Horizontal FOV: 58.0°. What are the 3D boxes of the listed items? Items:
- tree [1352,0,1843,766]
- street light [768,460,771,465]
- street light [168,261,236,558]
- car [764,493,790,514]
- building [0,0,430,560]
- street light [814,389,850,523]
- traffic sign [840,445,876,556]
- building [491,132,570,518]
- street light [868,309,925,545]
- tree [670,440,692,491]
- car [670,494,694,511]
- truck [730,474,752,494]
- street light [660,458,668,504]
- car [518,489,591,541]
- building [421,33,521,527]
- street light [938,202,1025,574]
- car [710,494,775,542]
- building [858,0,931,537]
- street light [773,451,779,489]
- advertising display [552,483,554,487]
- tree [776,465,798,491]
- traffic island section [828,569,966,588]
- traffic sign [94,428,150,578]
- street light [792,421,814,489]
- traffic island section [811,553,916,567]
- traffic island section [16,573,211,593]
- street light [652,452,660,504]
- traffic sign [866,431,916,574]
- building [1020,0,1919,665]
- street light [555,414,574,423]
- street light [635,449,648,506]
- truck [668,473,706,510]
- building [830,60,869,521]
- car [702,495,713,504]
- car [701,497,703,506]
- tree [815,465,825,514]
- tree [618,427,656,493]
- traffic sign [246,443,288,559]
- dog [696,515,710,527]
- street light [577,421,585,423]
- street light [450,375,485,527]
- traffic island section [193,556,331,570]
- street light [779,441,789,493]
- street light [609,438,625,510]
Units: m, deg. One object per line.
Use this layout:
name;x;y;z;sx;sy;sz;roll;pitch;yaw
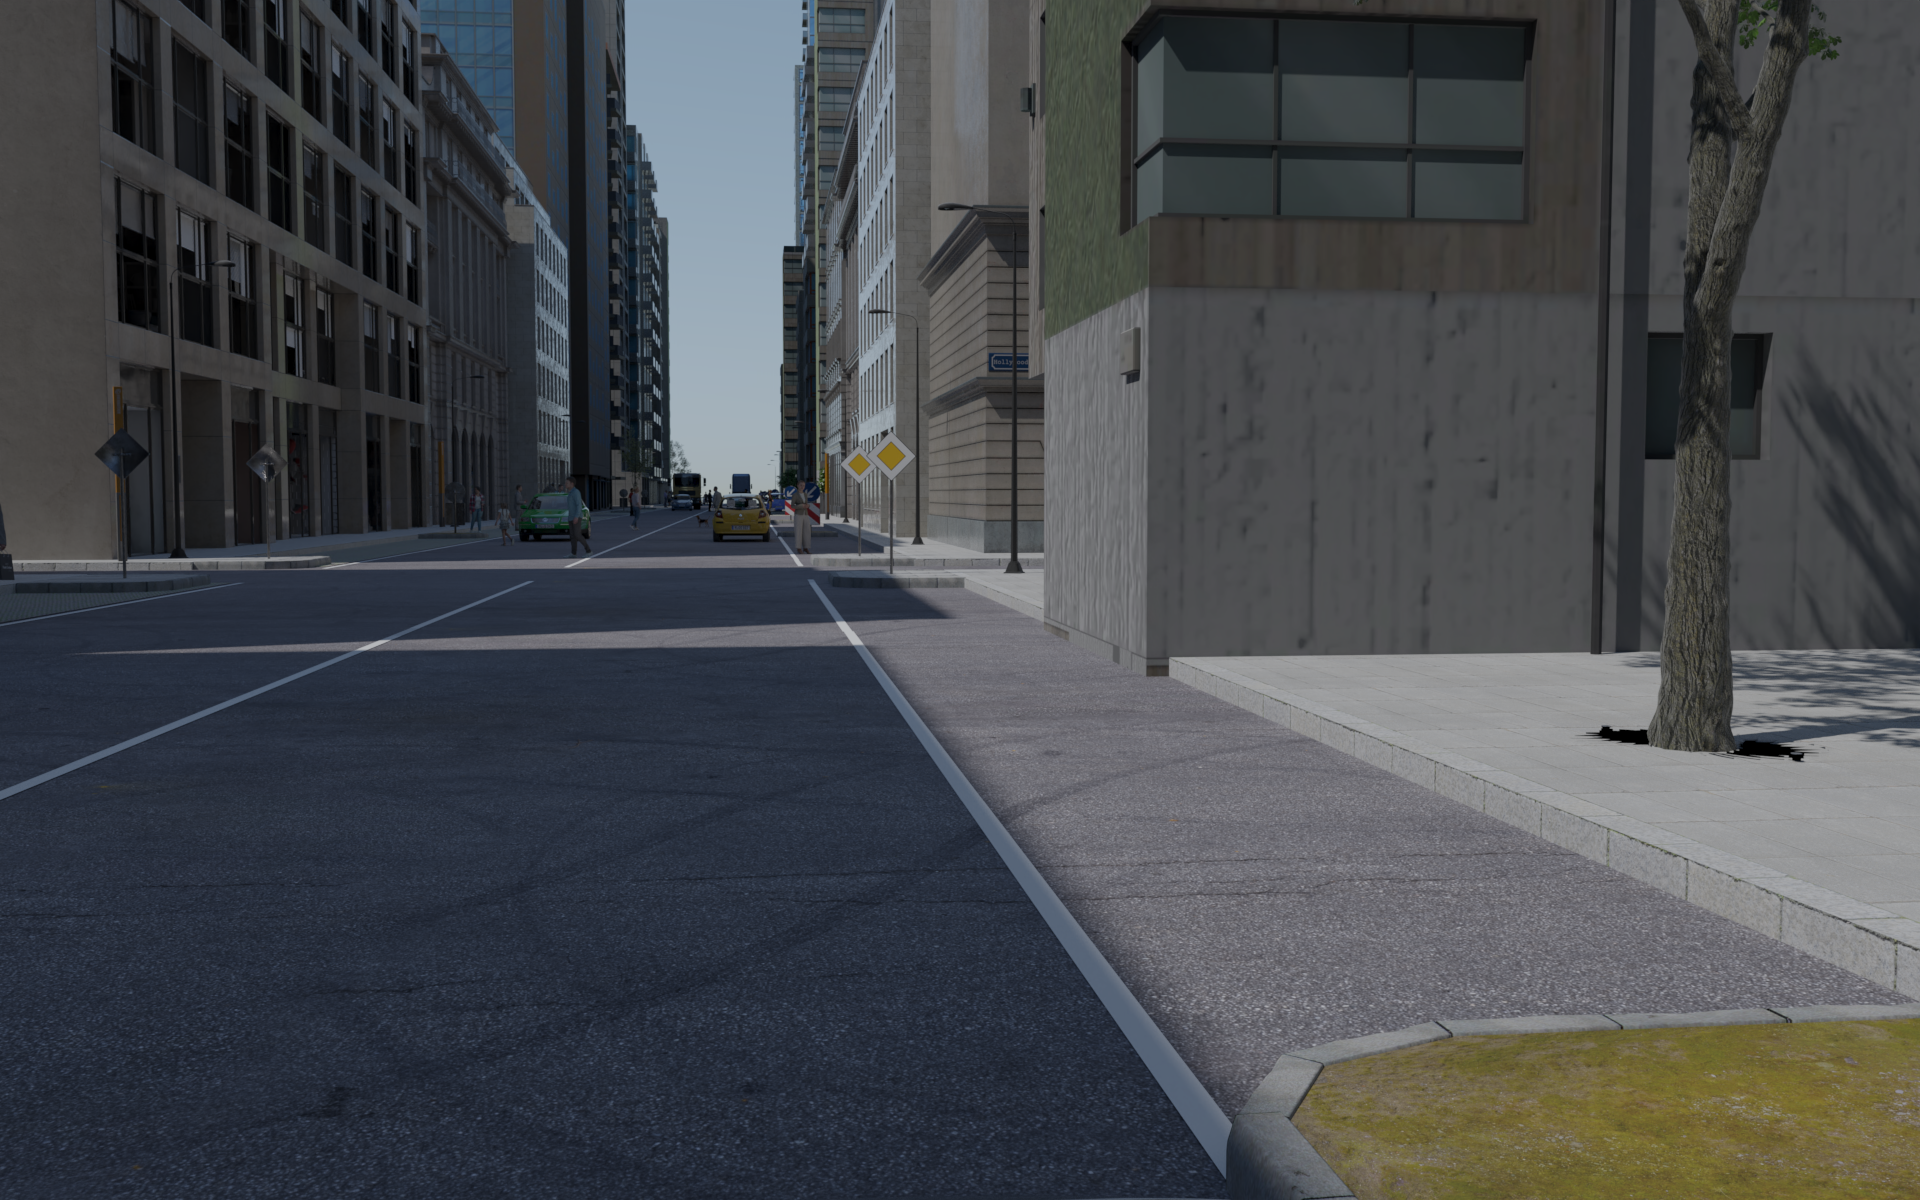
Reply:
tree;3.883;-5.053;8.380;9.928;11.665;9.643;0;3;0
street light;-25.074;-16.092;235.651;1.470;5.913;1.316;0;4;-7
street light;-15.106;-3.792;34.547;1.470;5.913;1.316;0;4;-7
car;-13.173;-7.081;125.368;1.945;1.707;3.694;0;4;-8
building;-28.092;-14.928;48.590;19.350;26.468;34.151;0;4;-7
street light;-5.611;-6.382;76.887;1.470;5.913;1.316;0;4;-7
traffic sign;-2.071;-1.956;35.625;0.795;2.450;0.064;0;4;-7
building;-28.563;-14.944;99.079;10.420;20.320;16.860;0;4;-7
street light;-1.607;-4.349;43.648;1.470;5.913;1.316;0;4;-7
tree;-44.708;-20.337;266.919;7.601;10.594;8.767;0;4;1
car;-23.788;-8.328;148.158;2.014;1.417;4.499;-1;4;-9
truck;-27.874;-14.162;221.308;2.967;4.110;18.799;0;4;-8
street light;-38.575;-15.479;225.628;1.470;5.913;1.316;0;4;-7
car;-12.593;-2.760;53.919;1.959;1.807;4.718;0;4;-5
building;-28.024;-14.447;78.002;13.314;21.916;24.055;0;4;-7
street light;0.341;-3.381;27.825;1.470;5.913;1.316;0;4;-7
car;-6.694;-2.631;53.243;2.015;1.641;3.980;0;4;-6
building;2.250;-12.516;59.395;10.420;20.320;16.860;0;4;-7
street light;-19.052;-13.077;186.350;1.470;5.913;1.316;0;4;-7
advertising display;-22.899;-5.642;97.457;0.123;1.923;0.974;-1;4;-15
tree;-18.745;-12.825;193.398;4.285;4.588;4.351;0;3;0
traffic island section;-1.078;-0.336;27.779;2.009;0.180;2.903;0;4;-7
traffic sign;-12.711;-1.386;26.304;0.795;2.450;0.064;0;4;-7
street light;-9.825;-8.429;110.349;1.470;5.913;1.316;0;4;-7
traffic island section;-2.048;-0.821;35.705;2.009;0.180;2.903;0;4;-7
traffic island section;-12.734;-0.250;26.363;2.009;0.180;2.903;0;4;-7
street light;-34.472;-13.447;192.402;1.470;5.913;1.316;0;4;-7
traffic sign;-1.101;-1.471;27.699;0.795;2.450;0.064;0;4;-7
building;7.598;-15.204;20.291;14.160;30.474;14.107;0;4;-7
street light;-23.368;-7.856;100.993;1.470;5.913;1.316;0;4;-7
street light;-32.617;-12.515;177.158;1.470;5.913;1.316;0;4;-7
truck;-25.341;-10.084;160.797;3.469;3.379;9.791;-1;4;-9
building;1.220;-14.596;80.447;13.314;21.916;24.055;0;4;-7
car;-35.552;-14.288;245.972;2.083;1.381;4.827;0;4;-5
car;-32.180;-12.116;209.896;2.131;1.459;4.920;0;4;-7
tree;-8.899;-7.218;112.623;1.663;3.219;1.824;0;3;0
tree;-34.698;-14.384;185.539;4.360;8.622;3.978;0;3;0
traffic sign;-13.681;-1.871;34.231;0.795;2.450;0.064;0;4;-7
dog;-11.187;-3.430;75.367;0.540;0.507;0.406;-2;4;-28
street light;-24.441;-8.399;109.862;1.470;5.913;1.316;0;4;-7
street light;-19.267;-5.824;67.766;1.470;5.913;1.316;0;4;-7
traffic island section;-13.704;-0.734;34.289;2.009;0.180;2.903;0;4;-7
street light;-14.937;-11.024;152.787;1.470;5.913;1.316;0;4;-7
street light;-28.504;-10.483;143.933;1.470;5.913;1.316;0;4;-7
